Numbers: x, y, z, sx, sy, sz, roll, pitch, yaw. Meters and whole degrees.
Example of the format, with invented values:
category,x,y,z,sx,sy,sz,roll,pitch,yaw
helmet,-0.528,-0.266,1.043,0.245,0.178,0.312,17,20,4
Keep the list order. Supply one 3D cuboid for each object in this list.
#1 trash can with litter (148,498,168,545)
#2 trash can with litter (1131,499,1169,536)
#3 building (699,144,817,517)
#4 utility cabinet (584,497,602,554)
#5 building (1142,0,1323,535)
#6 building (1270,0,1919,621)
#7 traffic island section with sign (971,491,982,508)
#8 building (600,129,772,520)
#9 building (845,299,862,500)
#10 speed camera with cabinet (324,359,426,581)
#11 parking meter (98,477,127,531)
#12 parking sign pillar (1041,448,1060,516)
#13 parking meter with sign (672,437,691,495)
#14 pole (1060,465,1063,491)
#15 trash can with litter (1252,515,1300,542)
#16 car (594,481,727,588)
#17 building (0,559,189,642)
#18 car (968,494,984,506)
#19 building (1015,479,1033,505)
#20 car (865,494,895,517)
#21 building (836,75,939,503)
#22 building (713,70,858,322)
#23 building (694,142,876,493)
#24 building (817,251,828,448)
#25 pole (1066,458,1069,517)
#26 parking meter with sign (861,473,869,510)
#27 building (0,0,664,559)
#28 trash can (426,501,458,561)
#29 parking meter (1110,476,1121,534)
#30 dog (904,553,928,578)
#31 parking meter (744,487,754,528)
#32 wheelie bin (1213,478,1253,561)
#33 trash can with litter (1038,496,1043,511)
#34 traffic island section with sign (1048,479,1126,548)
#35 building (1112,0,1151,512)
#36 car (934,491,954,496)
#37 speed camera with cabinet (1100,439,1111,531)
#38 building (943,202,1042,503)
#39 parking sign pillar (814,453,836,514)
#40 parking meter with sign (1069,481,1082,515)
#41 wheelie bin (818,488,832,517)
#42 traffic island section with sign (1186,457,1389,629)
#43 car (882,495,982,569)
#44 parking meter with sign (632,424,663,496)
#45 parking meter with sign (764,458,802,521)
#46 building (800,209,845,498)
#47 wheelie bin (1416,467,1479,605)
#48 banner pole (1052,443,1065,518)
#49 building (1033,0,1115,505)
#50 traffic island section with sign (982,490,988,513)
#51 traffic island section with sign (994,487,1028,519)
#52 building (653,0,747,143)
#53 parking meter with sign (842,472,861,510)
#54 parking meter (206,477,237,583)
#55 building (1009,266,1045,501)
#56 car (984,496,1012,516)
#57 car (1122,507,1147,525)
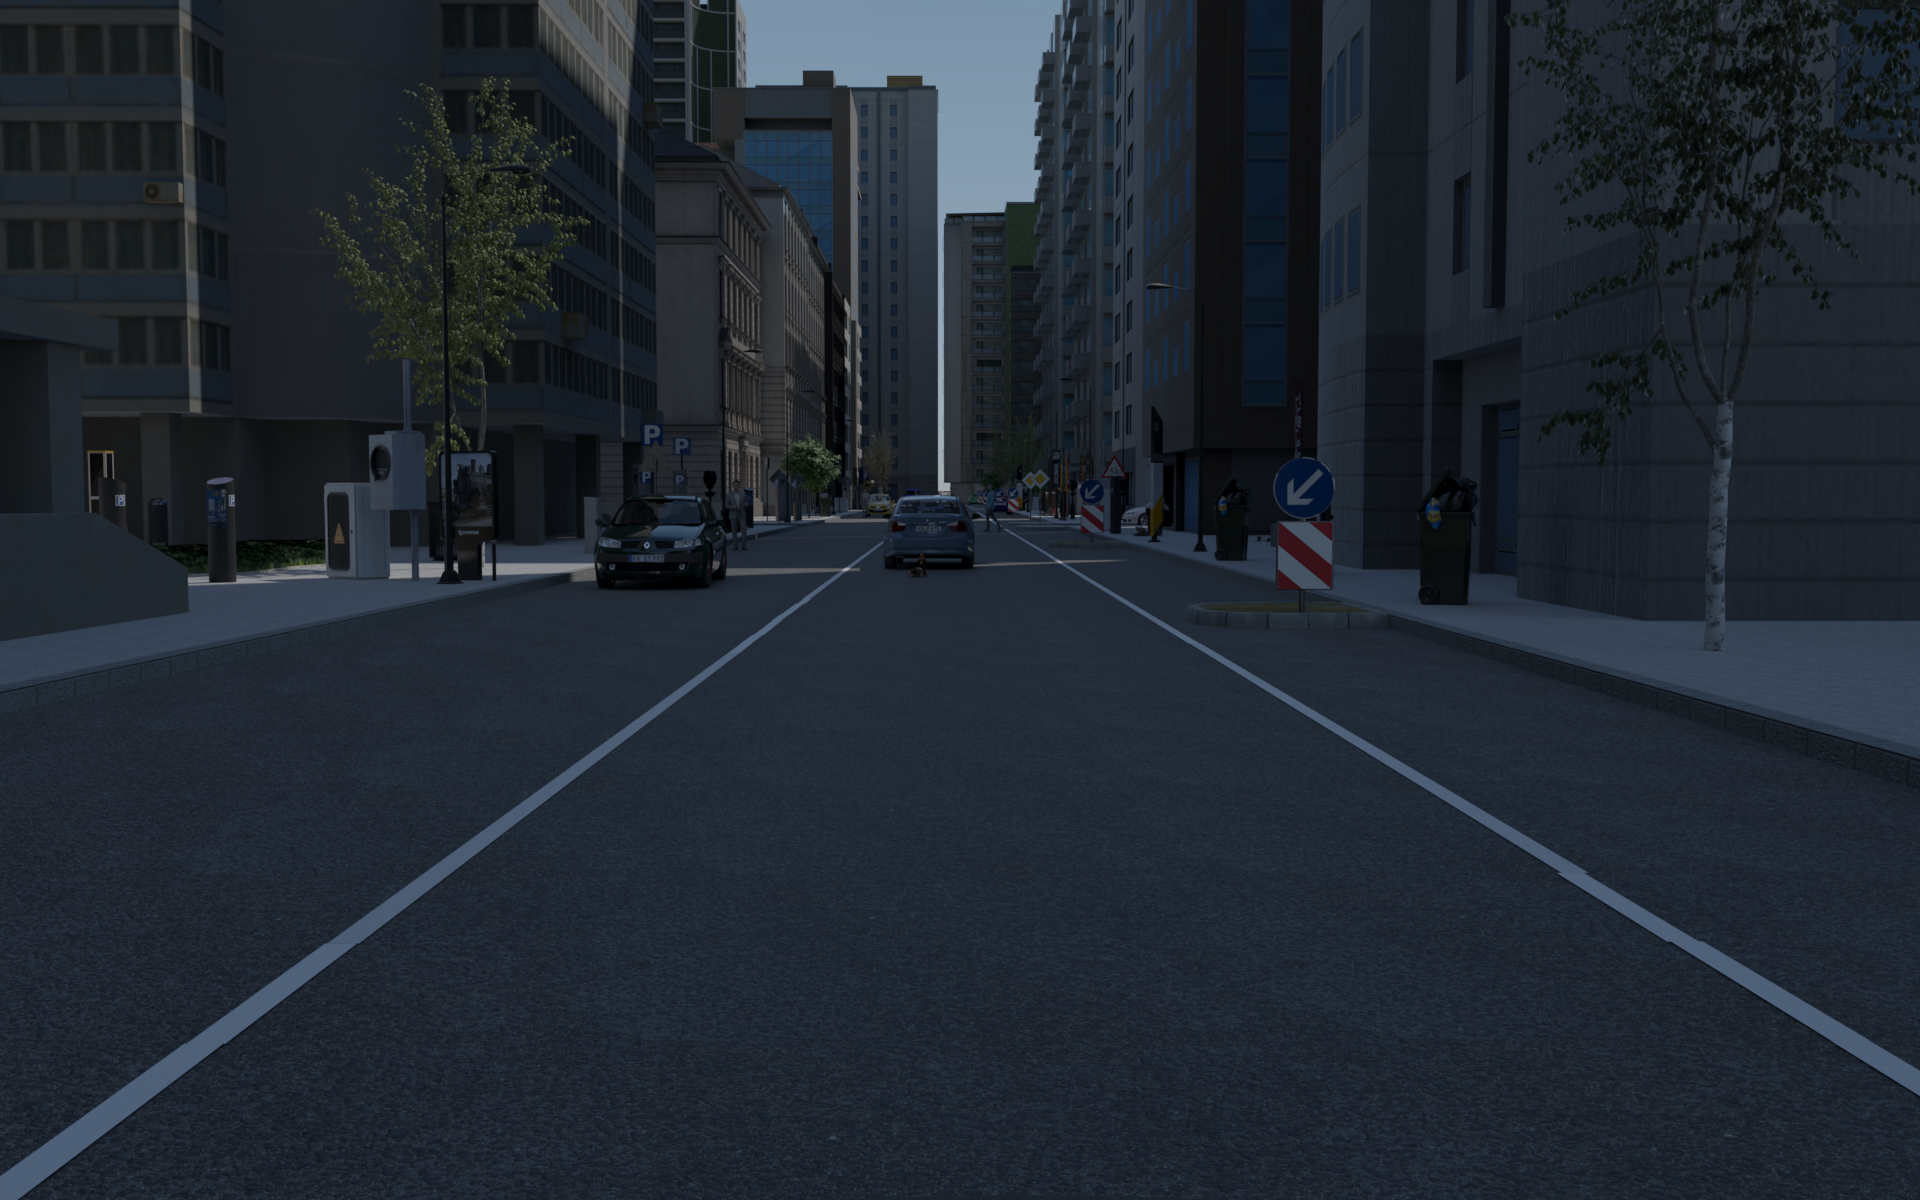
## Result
category,x,y,z,sx,sy,sz,roll,pitch,yaw
trash can with litter,-15.300,-1.390,33.788,1.678,1.210,2.233,1,4,9
trash can with litter,5.783,-2.529,52.739,1.055,1.170,0.624,-2,4,-31
building,-14.607,-15.762,106.853,9.793,20.994,18.267,0,4,0
utility cabinet,-7.944,-1.615,37.572,0.306,1.237,1.020,0,4,-6
building,14.042,-25.025,59.272,14.600,45.320,14.200,0,4,0
building,17.318,-29.831,29.740,21.231,58.520,28.212,0,4,0
traffic island section with sign,2.446,-10.456,179.581,1.989,1.847,2.006,0,4,0
building,-15.757,-13.667,88.086,10.561,19.102,19.286,0,4,0
building,-24.044,-19.678,166.778,27.650,21.520,28.899,0,4,0
speed camera with cabinet,-8.765,-1.929,25.875,2.038,3.252,0.660,3,5,43
parking meter,-12.650,-1.069,25.884,0.372,1.533,0.369,0,3,0
parking sign pillar,5.537,-6.966,102.373,1.447,3.967,1.447,-1,4,-11
parking meter with sign,-8.501,-3.443,52.560,0.543,3.016,1.738,0,4,-4
pole,7.087,-7.767,120.828,0.158,3.312,0.155,0,3,0
trash can with litter,8.752,-2.185,46.774,2.233,1.210,1.678,1,4,18
car,-4.725,-1.093,27.653,2.009,1.686,4.222,0,4,-2
building,-24.427,-19.489,10.532,32.217,40.220,23.993,0,4,0
car,1.972,-12.660,215.787,1.959,1.807,4.718,0,4,-2
building,22.715,-31.091,200.226,32.217,40.220,23.993,0,4,0
car,-5.094,-6.064,109.377,2.015,1.641,3.980,0,4,0
building,-17.137,-43.126,247.105,28.212,58.520,21.231,0,4,0
building,-18.317,-32.874,187.602,14.600,45.320,14.200,0,4,0
building,-25.328,-34.259,214.763,28.867,44.769,22.147,0,4,0
building,-15.012,-16.880,125.147,9.793,20.994,18.267,0,4,0
pole,6.103,-6.388,98.290,0.158,3.312,0.155,0,3,0
parking meter with sign,-8.319,-8.863,141.163,1.738,3.016,0.543,-3,4,-38
building,-21.717,-21.964,50.991,23.993,40.220,32.217,0,4,0
trash can,-9.903,-1.325,33.312,0.748,1.137,0.748,0,3,0
parking meter,5.020,-3.066,55.845,0.255,1.863,0.399,-1,4,-17
dog,-0.788,-0.602,30.043,0.748,0.427,0.550,-2,4,-34
parking meter,-7.975,-3.483,65.355,0.372,1.533,0.369,0,3,0
wheelie bin,5.281,-1.563,33.463,0.693,1.594,0.980,1,4,19
trash can with litter,6.362,-7.217,129.392,1.055,1.170,0.624,1,4,8
traffic island section with sign,3.391,-2.329,46.711,1.989,1.847,2.006,0,4,0
building,19.084,-39.770,88.490,20.611,71.187,20.563,0,4,0
car,-1.804,-11.635,198.912,2.281,1.827,5.304,0,4,-2
speed camera with cabinet,5.275,-4.099,61.356,0.660,3.252,2.038,0,4,6
building,4.591,-34.289,244.227,14.086,41.232,14.154,0,4,0
parking sign pillar,-8.724,-7.546,111.852,1.447,3.967,1.447,2,4,33
parking meter with sign,7.012,-6.605,104.248,0.543,3.016,1.738,-2,4,-32
wheelie bin,-7.616,-5.479,97.496,0.693,1.594,0.980,-1,4,-17
traffic island section with sign,3.590,-0.659,19.402,1.989,1.847,2.006,0,4,0
car,-0.579,-1.381,34.579,2.014,1.417,4.499,0,4,1
parking meter with sign,-7.962,-2.902,43.712,0.543,3.016,1.738,-1,4,-23
parking meter with sign,-8.467,-5.313,83.129,1.738,3.016,0.543,-2,4,-25
building,-16.106,-19.156,142.882,12.332,23.373,15.834,0,4,0
wheelie bin,5.695,-0.755,20.245,0.693,1.594,0.980,1,4,18
banner pole,4.898,-5.849,85.650,0.863,3.779,0.401,2,4,29
building,18.845,-33.832,172.755,23.786,49.044,30.456,0,4,0
traffic island section with sign,2.807,-7.371,129.137,1.989,1.847,2.006,0,4,0
traffic island section with sign,3.001,-5.722,102.182,1.989,1.847,2.006,0,4,0
building,-41.544,-49.413,246.147,20.611,71.187,20.563,0,4,0
parking meter with sign,-8.852,-8.526,135.660,1.738,3.016,0.543,0,4,7
parking meter,-10.729,-1.024,25.159,0.372,1.533,0.369,0,3,0
building,13.182,-27.387,219.471,14.160,30.474,14.107,0,4,0
car,2.621,-6.394,117.126,1.945,1.354,3.894,0,4,-2
car,9.394,-3.805,74.575,4.827,1.381,2.083,0,4,0
